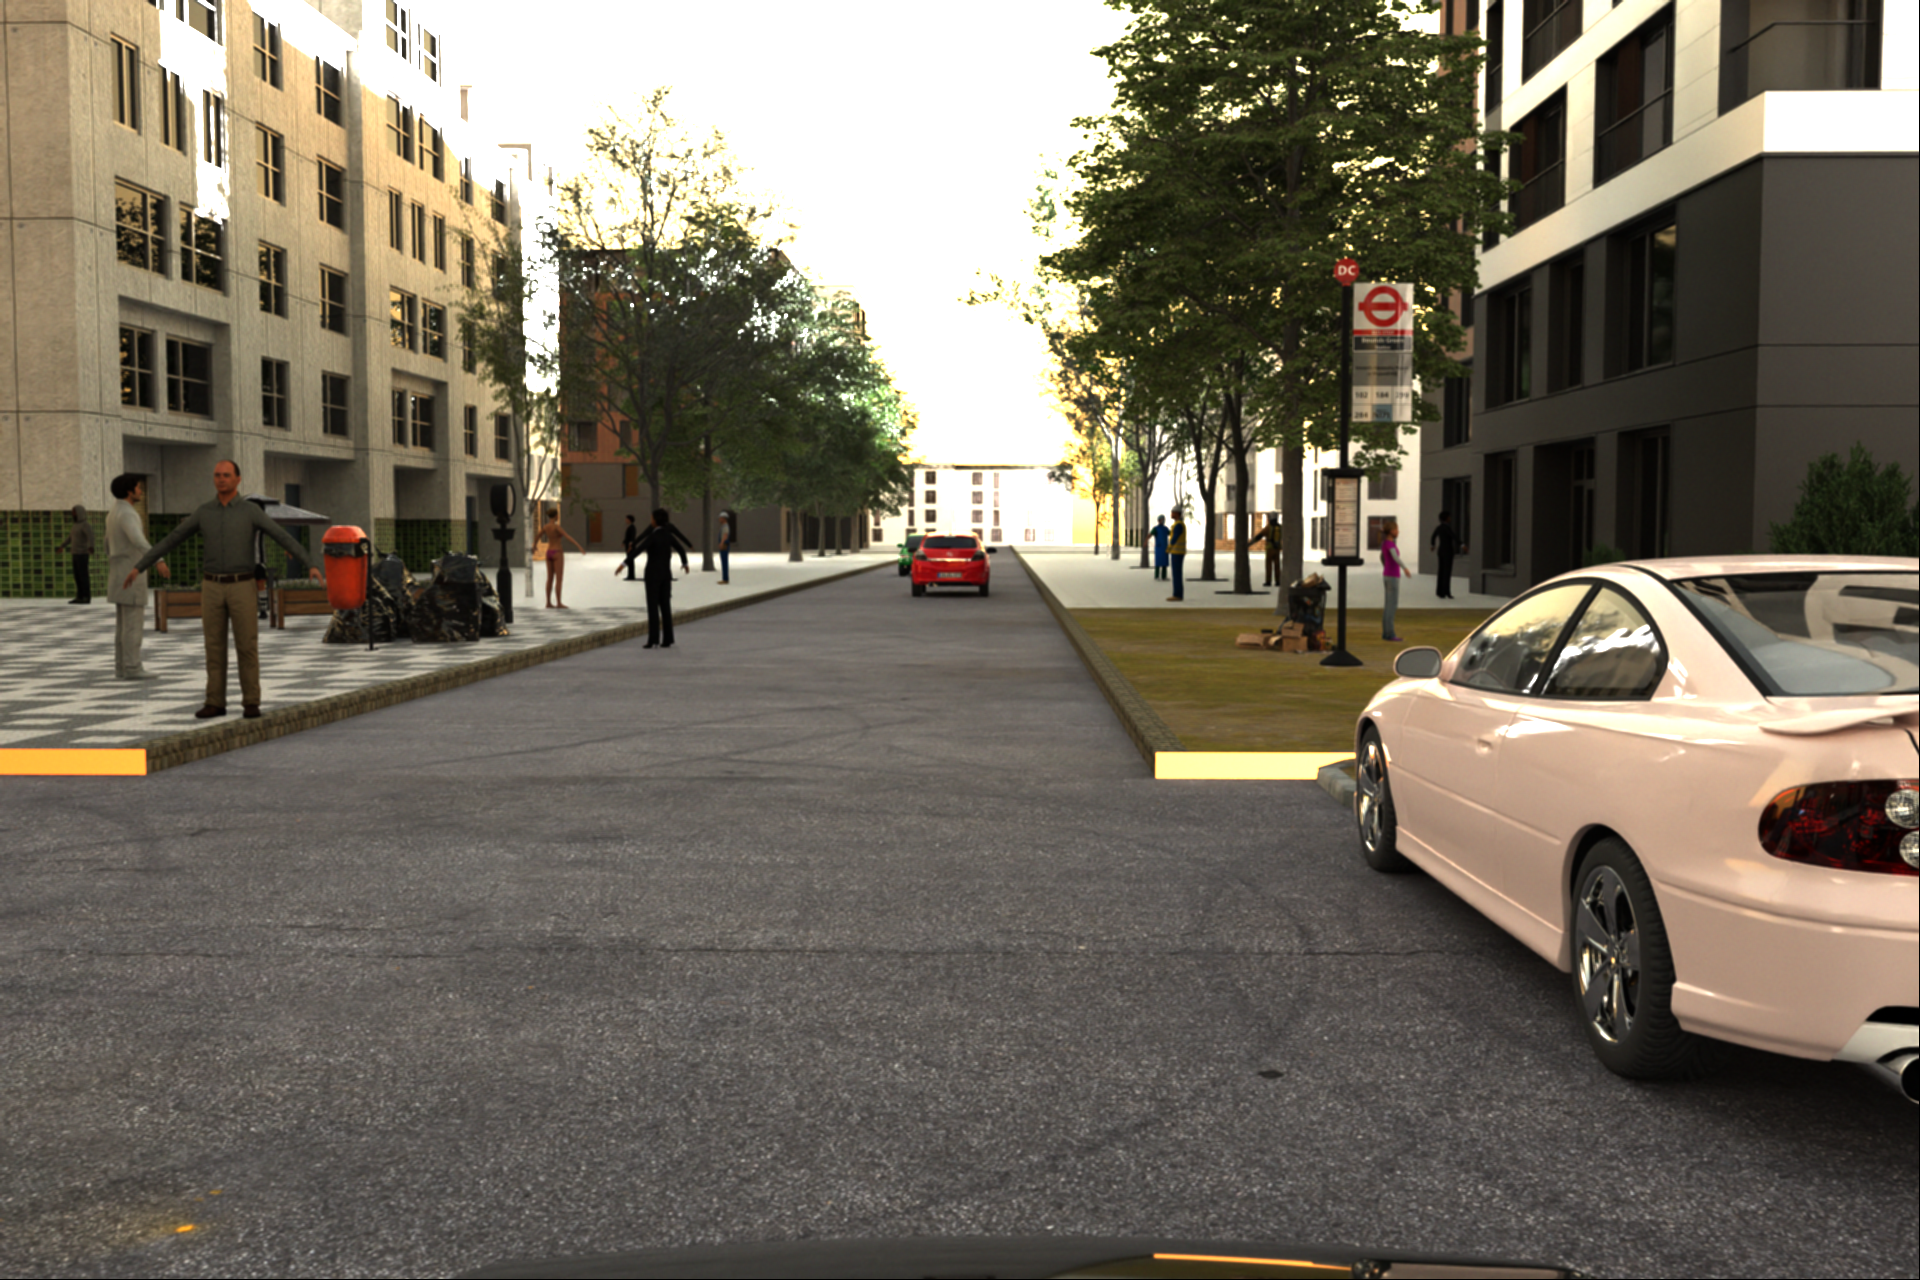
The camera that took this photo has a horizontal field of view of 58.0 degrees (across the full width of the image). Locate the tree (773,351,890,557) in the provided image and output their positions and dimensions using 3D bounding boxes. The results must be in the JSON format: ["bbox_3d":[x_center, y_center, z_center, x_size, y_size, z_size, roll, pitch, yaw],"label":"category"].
[{"bbox_3d":[-7.758,-10.417,96.071,9.928,11.665,9.643,0,3,0],"label":"tree"}]

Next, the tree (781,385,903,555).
[{"bbox_3d":[-7.316,-10.974,105.175,9.928,11.665,9.643,0,3,0],"label":"tree"}]

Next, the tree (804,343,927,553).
[{"bbox_3d":[-7.084,-12.723,114.683,9.857,13.997,8.962,0,3,0],"label":"tree"}]

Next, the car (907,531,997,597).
[{"bbox_3d":[-0.197,-1.965,41.166,2.155,1.783,4.494,0,4,1],"label":"car"}]

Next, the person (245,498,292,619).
[{"bbox_3d":[-10.689,-1.226,26.189,1.345,1.843,0.704,1,4,9],"label":"person"}]

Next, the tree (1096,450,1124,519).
[{"bbox_3d":[19.289,-16.864,201.481,9.928,11.665,9.643,0,3,0],"label":"tree"}]

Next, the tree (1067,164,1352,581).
[{"bbox_3d":[6.735,-7.419,47.064,9.928,11.665,9.643,0,3,0],"label":"tree"}]

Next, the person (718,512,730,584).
[{"bbox_3d":[-6.083,-2.362,44.478,0.705,1.847,1.347,-1,4,-8],"label":"person"}]

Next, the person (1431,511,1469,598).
[{"bbox_3d":[9.763,-1.707,34.626,0.721,1.740,1.216,-1,4,-18],"label":"person"}]

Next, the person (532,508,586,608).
[{"bbox_3d":[-6.971,-1.419,30.004,1.217,1.733,0.721,2,4,31],"label":"person"}]

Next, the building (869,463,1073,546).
[{"bbox_3d":[-0.621,-16.003,206.252,28.070,9.664,9.099,0,4,1],"label":"building"}]

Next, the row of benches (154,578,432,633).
[{"bbox_3d":[-8.780,-0.509,23.785,4.104,0.672,1.422,-2,4,-31],"label":"row of benches"}]

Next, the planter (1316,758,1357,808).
[{"bbox_3d":[3.032,0.708,9.559,1.991,0.319,1.994,0,4,2],"label":"planter"}]

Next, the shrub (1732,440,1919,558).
[{"bbox_3d":[7.464,-0.642,14.546,1.661,2.075,1.752,0,3,0],"label":"shrub"}]

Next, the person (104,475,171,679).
[{"bbox_3d":[-7.370,-0.565,15.419,0.705,1.806,1.347,-3,5,-42],"label":"person"}]

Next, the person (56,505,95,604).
[{"bbox_3d":[-16.192,-1.572,31.828,1.348,1.813,0.705,3,4,39],"label":"person"}]

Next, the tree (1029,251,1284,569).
[{"bbox_3d":[7.035,-9.426,64.486,12.009,13.543,11.850,0,3,0],"label":"tree"}]

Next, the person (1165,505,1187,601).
[{"bbox_3d":[4.135,-1.667,33.219,0.705,1.833,1.349,1,4,14],"label":"person"}]

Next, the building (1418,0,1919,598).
[{"bbox_3d":[25.027,-11.927,38.982,27.936,21.610,32.646,0,4,1],"label":"building"}]

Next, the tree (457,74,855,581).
[{"bbox_3d":[-8.391,-8.368,47.182,12.009,13.543,11.850,0,3,0],"label":"tree"}]

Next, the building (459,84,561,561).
[{"bbox_3d":[-25.435,-13.338,74.494,16.016,20.090,11.380,0,4,1],"label":"building"}]

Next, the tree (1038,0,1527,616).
[{"bbox_3d":[5.138,-6.686,27.439,7.486,12.596,7.792,0,3,0],"label":"tree"}]

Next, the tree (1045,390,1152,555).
[{"bbox_3d":[8.793,-10.592,107.599,7.601,10.594,8.767,-2,4,-34],"label":"tree"}]

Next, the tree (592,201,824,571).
[{"bbox_3d":[-8.521,-8.619,59.052,7.486,12.596,7.792,0,3,0],"label":"tree"}]

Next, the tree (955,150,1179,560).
[{"bbox_3d":[6.620,-14.121,86.767,12.611,20.169,13.585,0,3,0],"label":"tree"}]

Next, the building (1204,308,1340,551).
[{"bbox_3d":[25.482,-17.575,143.765,16.016,20.090,11.380,0,4,1],"label":"building"}]

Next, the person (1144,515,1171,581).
[{"bbox_3d":[5.562,-2.539,47.645,1.347,1.817,0.704,-2,4,-31],"label":"person"}]

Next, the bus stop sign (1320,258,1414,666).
[{"bbox_3d":[3.957,-1.722,16.852,0.855,3.939,0.416,0,4,1],"label":"bus stop sign"}]

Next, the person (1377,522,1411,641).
[{"bbox_3d":[5.238,-0.706,20.809,0.599,1.433,0.991,0,4,-1],"label":"person"}]

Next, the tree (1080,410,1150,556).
[{"bbox_3d":[8.672,-9.098,99.122,4.737,8.622,4.395,0,3,0],"label":"tree"}]

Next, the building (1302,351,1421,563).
[{"bbox_3d":[20.930,-8.186,75.996,9.099,9.664,28.070,0,4,2],"label":"building"}]

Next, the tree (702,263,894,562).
[{"bbox_3d":[-7.715,-10.611,80.144,9.857,13.997,8.962,0,3,0],"label":"tree"}]

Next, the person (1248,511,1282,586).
[{"bbox_3d":[7.701,-2.256,42.651,1.354,1.858,0.705,-1,4,-14],"label":"person"}]

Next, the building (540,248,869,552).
[{"bbox_3d":[-22.739,-18.136,140.497,27.936,21.610,32.646,0,4,2],"label":"building"}]

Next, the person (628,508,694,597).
[{"bbox_3d":[-6.049,-1.766,35.104,1.346,1.802,0.704,-1,4,-15],"label":"person"}]

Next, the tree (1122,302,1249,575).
[{"bbox_3d":[6.703,-6.360,54.356,4.360,8.622,3.978,0,3,0],"label":"tree"}]

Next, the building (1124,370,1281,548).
[{"bbox_3d":[25.618,-18.624,170.959,16.747,18.905,31.486,0,4,2],"label":"building"}]

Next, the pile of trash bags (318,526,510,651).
[{"bbox_3d":[-6.659,-0.658,20.507,1.912,1.369,3.447,0,4,3],"label":"pile of trash bags"}]

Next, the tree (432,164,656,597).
[{"bbox_3d":[-8.972,-5.191,35.234,4.360,8.622,3.978,0,3,0],"label":"tree"}]

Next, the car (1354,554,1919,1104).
[{"bbox_3d":[2.651,0.394,5.917,2.083,1.381,4.827,0,4,1],"label":"car"}]

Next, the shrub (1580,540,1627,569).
[{"bbox_3d":[8.445,-0.712,22.756,1.383,1.207,1.383,0,3,0],"label":"shrub"}]

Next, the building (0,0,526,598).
[{"bbox_3d":[-25.368,-11.229,50.060,16.747,18.905,31.486,0,4,2],"label":"building"}]

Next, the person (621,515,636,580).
[{"bbox_3d":[-9.171,-2.560,48.035,0.705,1.806,1.347,-1,4,-21],"label":"person"}]

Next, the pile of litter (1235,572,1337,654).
[{"bbox_3d":[3.671,-0.329,19.342,1.176,0.858,1.719,0,4,1],"label":"pile of litter"}]

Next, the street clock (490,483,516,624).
[{"bbox_3d":[-6.538,-1.239,24.822,0.358,2.002,0.471,0,4,3],"label":"street clock"}]

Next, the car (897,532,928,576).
[{"bbox_3d":[-1.184,-3.165,60.551,1.959,1.807,4.718,0,4,1],"label":"car"}]

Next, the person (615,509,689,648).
[{"bbox_3d":[-3.850,-0.773,21.825,0.721,1.740,1.216,3,4,37],"label":"person"}]

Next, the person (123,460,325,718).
[{"bbox_3d":[-5.122,-0.358,12.123,1.348,1.796,0.705,0,4,-6],"label":"person"}]

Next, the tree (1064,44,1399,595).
[{"bbox_3d":[5.942,-6.797,36.880,9.928,11.665,9.643,0,3,0],"label":"tree"}]
